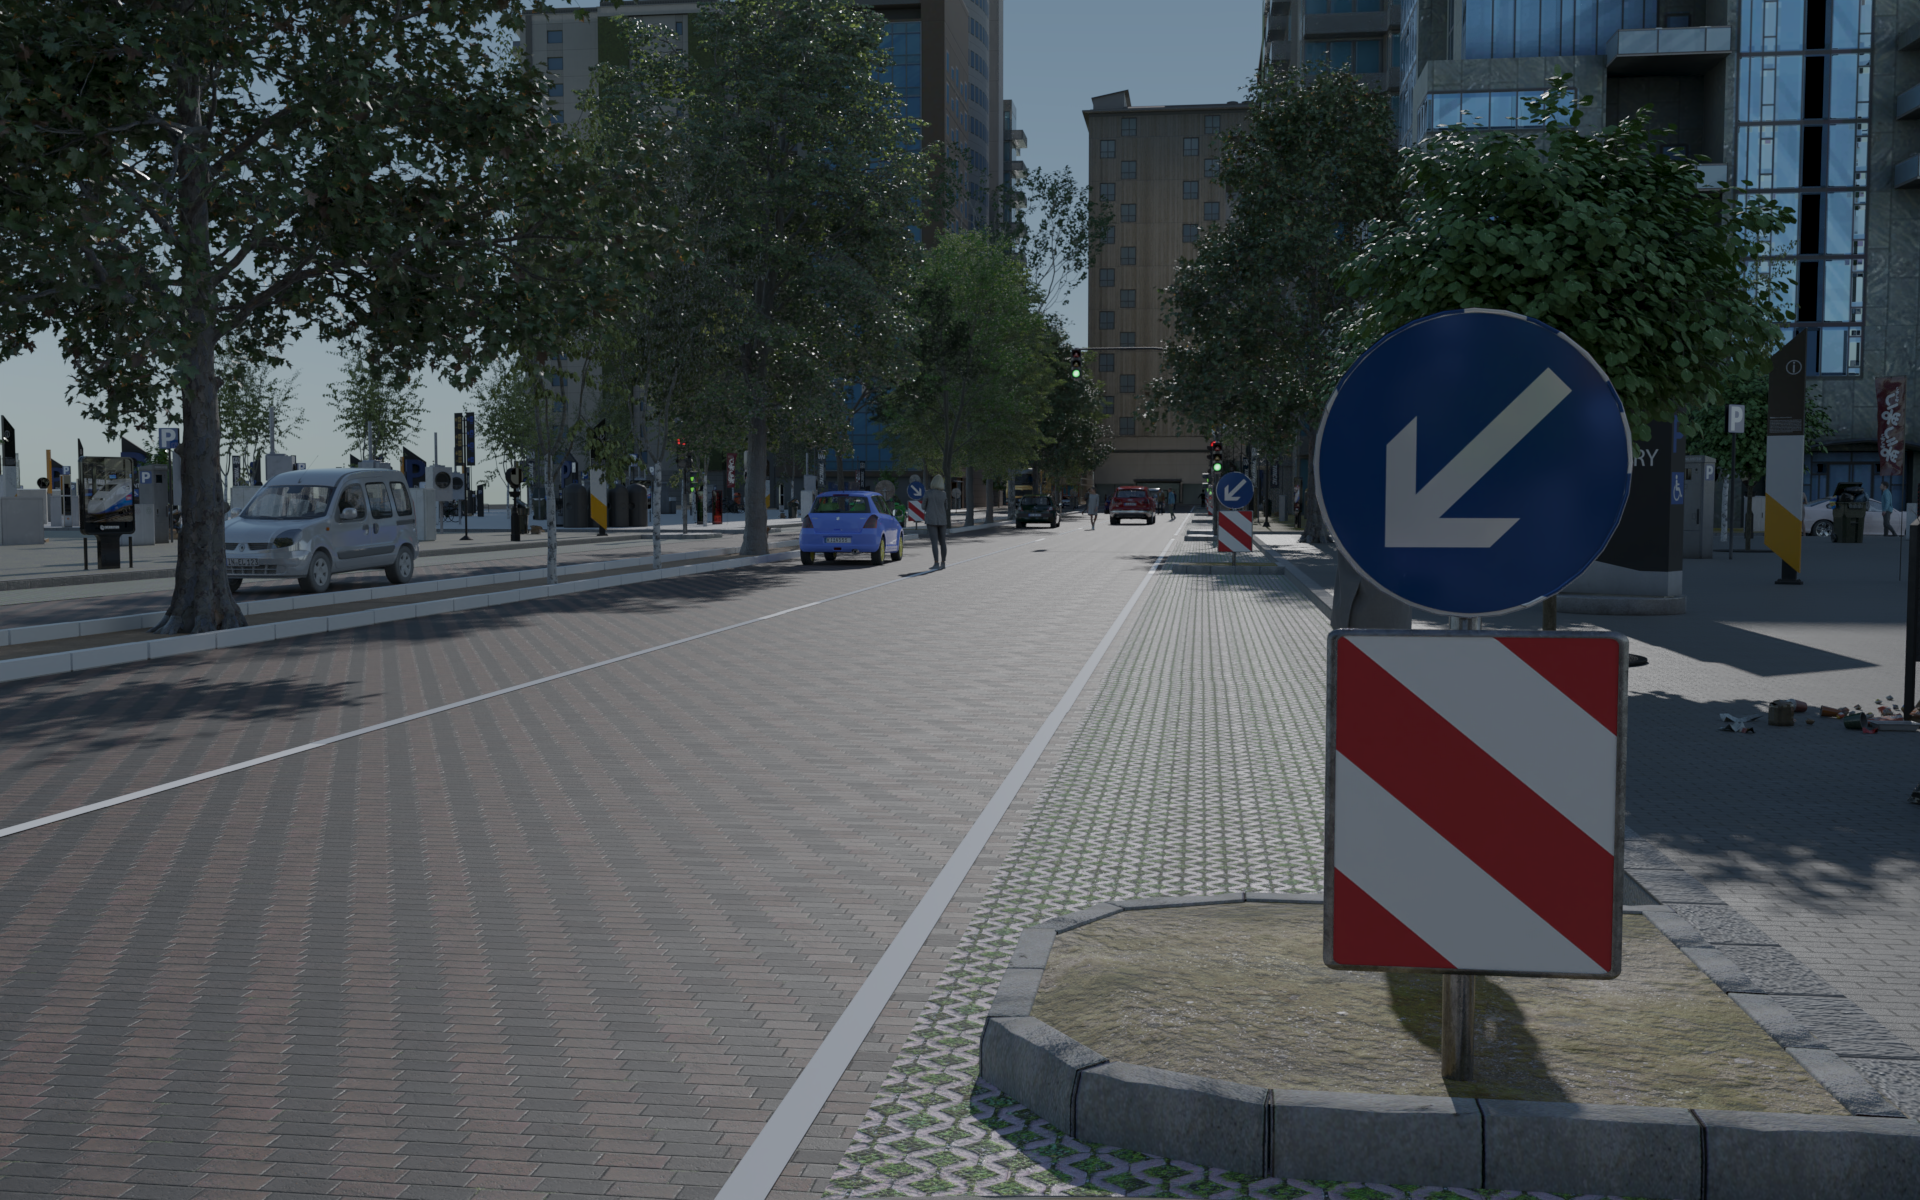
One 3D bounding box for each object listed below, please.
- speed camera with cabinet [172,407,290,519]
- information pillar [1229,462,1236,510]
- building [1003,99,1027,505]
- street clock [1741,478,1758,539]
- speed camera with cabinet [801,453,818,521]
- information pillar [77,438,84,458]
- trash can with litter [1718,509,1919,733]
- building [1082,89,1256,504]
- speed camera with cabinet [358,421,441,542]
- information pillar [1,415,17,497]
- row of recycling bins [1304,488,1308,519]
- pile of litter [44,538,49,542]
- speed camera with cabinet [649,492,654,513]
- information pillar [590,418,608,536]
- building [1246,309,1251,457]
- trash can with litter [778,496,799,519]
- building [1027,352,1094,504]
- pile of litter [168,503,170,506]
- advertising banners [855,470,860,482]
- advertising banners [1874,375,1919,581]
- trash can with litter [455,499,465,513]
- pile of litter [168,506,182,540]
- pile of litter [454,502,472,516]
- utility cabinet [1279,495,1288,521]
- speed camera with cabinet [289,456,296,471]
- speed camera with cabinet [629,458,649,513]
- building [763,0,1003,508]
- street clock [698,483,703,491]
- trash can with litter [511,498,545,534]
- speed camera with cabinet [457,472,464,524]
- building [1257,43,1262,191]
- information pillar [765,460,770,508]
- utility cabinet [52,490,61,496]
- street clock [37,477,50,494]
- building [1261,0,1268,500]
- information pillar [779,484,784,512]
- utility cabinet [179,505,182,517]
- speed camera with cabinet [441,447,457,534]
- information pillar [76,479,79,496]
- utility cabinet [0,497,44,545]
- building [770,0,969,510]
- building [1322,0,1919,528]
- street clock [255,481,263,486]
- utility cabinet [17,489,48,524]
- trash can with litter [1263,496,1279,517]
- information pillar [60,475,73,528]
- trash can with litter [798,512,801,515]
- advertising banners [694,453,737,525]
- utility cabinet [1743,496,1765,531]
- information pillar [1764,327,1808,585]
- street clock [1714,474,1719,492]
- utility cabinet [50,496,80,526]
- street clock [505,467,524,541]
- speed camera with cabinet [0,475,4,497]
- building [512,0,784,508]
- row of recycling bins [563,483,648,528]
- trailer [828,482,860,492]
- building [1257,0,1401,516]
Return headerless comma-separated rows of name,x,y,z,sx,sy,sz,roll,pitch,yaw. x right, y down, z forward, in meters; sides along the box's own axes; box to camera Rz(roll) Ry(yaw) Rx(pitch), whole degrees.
speed camera with cabinet,-14.783,-2.491,35.066,2.038,3.252,0.660,-1,4,-14
information pillar,19.237,-8.003,122.205,0.504,3.616,0.183,0,4,7
building,-7.835,-35.610,201.832,30.456,49.044,23.786,0,4,8
street clock,22.740,-2.770,49.861,0.358,2.002,0.471,-3,5,-43
speed camera with cabinet,-7.184,-5.401,82.639,0.660,3.252,2.038,0,4,2
information pillar,-36.971,-4.987,72.888,0.183,3.616,0.504,-1,4,-10
trash can with litter,5.174,0.078,9.776,2.233,1.210,1.678,-1,4,-12
building,31.057,-39.386,233.198,27.495,52.752,28.713,0,4,8
speed camera with cabinet,-15.341,-3.234,47.209,2.038,3.252,0.660,1,4,15
information pillar,-28.277,-3.679,51.513,0.183,3.616,0.504,1,4,10
row of recycling bins,18.184,-4.895,87.140,1.069,1.692,3.534,0,4,-5
pile of litter,-24.994,-1.960,46.007,1.719,0.858,1.176,3,4,37
speed camera with cabinet,-20.929,-7.491,116.818,0.660,3.252,2.038,2,4,27
information pillar,-11.055,-3.771,53.011,0.504,3.616,0.183,-1,4,-16
building,40.202,-26.223,200.440,14.160,30.474,14.107,0,4,8
trash can with litter,-8.990,-4.847,90.635,1.055,1.170,0.624,-1,4,-16
building,3.128,-24.035,238.018,28.899,21.520,27.650,0,4,8
pile of litter,-43.678,-4.968,95.189,1.719,0.858,1.176,-1,4,-15
advertising banners,-8.069,-7.904,125.417,2.074,3.025,0.090,1,4,17
advertising banners,14.113,-1.765,25.039,0.090,3.025,2.074,-2,4,-25
trash can with litter,-30.690,-5.862,107.227,0.624,1.170,1.055,2,4,34
pile of litter,-22.495,-2.151,49.133,1.719,0.858,1.176,3,5,42
pile of litter,-28.718,-5.252,99.838,1.176,0.858,1.719,-1,4,-20
utility cabinet,15.431,-4.366,82.544,0.306,1.237,1.020,1,4,19
speed camera with cabinet,-15.307,-2.726,38.904,0.660,3.252,2.038,-1,4,-16
speed camera with cabinet,-18.275,-6.155,94.973,2.038,3.252,0.660,-1,4,-9
building,-7.855,-38.250,167.389,21.231,58.520,28.212,0,4,8
street clock,-17.347,-6.797,115.701,0.358,2.002,0.471,-2,4,-28
trash can with litter,-13.771,-2.682,55.236,1.055,1.170,0.624,0,4,6
speed camera with cabinet,-21.864,-4.793,72.695,2.038,3.252,0.660,-1,4,-21
building,39.092,-31.133,163.647,22.147,44.769,28.867,0,4,8
information pillar,-11.582,-6.835,103.111,0.504,3.616,0.183,0,4,-5
utility cabinet,-45.009,-4.741,86.199,1.173,1.500,0.318,2,4,29
street clock,-39.298,-4.264,74.283,0.471,2.002,0.358,-2,4,-35
building,31.722,-28.067,142.484,14.154,41.232,14.086,0,4,8
information pillar,-12.754,-7.297,123.802,0.304,2.012,0.304,-1,4,-20
utility cabinet,-43.427,-5.282,97.524,1.020,1.237,0.306,-3,5,-41
speed camera with cabinet,-17.157,-3.704,54.903,2.038,3.252,0.660,-3,5,-42
information pillar,-41.737,-4.753,82.203,0.304,2.012,0.304,-3,4,-36
utility cabinet,-23.841,-2.005,43.947,0.306,1.237,1.020,3,5,40
building,-7.073,-30.349,146.310,14.600,45.320,14.200,0,4,8
building,30.433,-46.294,69.581,31.000,86.520,22.319,0,4,8
street clock,-40.275,-5.810,99.570,0.358,2.002,0.471,1,4,9
utility cabinet,-38.764,-3.890,72.273,1.173,1.500,0.318,-1,4,-22
trash can with litter,17.763,-5.337,98.648,1.055,1.170,0.624,1,4,13
information pillar,-34.327,-3.794,66.521,0.304,2.012,0.304,3,5,43
trash can with litter,-8.856,-5.670,103.763,2.233,1.210,1.678,1,4,15
advertising banners,-10.279,-4.703,73.086,2.074,3.025,0.090,-3,4,-38
utility cabinet,27.459,-2.973,59.771,1.020,1.237,0.306,-3,4,-36
information pillar,11.715,-2.031,24.554,0.504,3.616,0.183,3,4,36
street clock,18.749,-2.380,43.477,0.471,2.002,0.358,-1,4,-9
utility cabinet,-35.556,-3.527,68.831,1.020,1.237,0.306,-1,4,-18
street clock,-12.114,-2.604,47.141,0.358,2.002,0.471,3,4,37
speed camera with cabinet,-45.021,-5.409,82.777,0.660,3.252,2.038,1,4,21
building,-37.418,-40.667,206.897,28.212,58.520,21.231,0,4,8
row of recycling bins,-13.598,-3.646,66.719,3.534,1.692,1.069,-3,5,-43
trailer,-5.531,-4.518,80.918,1.471,1.999,3.904,0,4,8
building,31.245,-30.182,113.080,23.786,49.044,30.456,0,4,8
